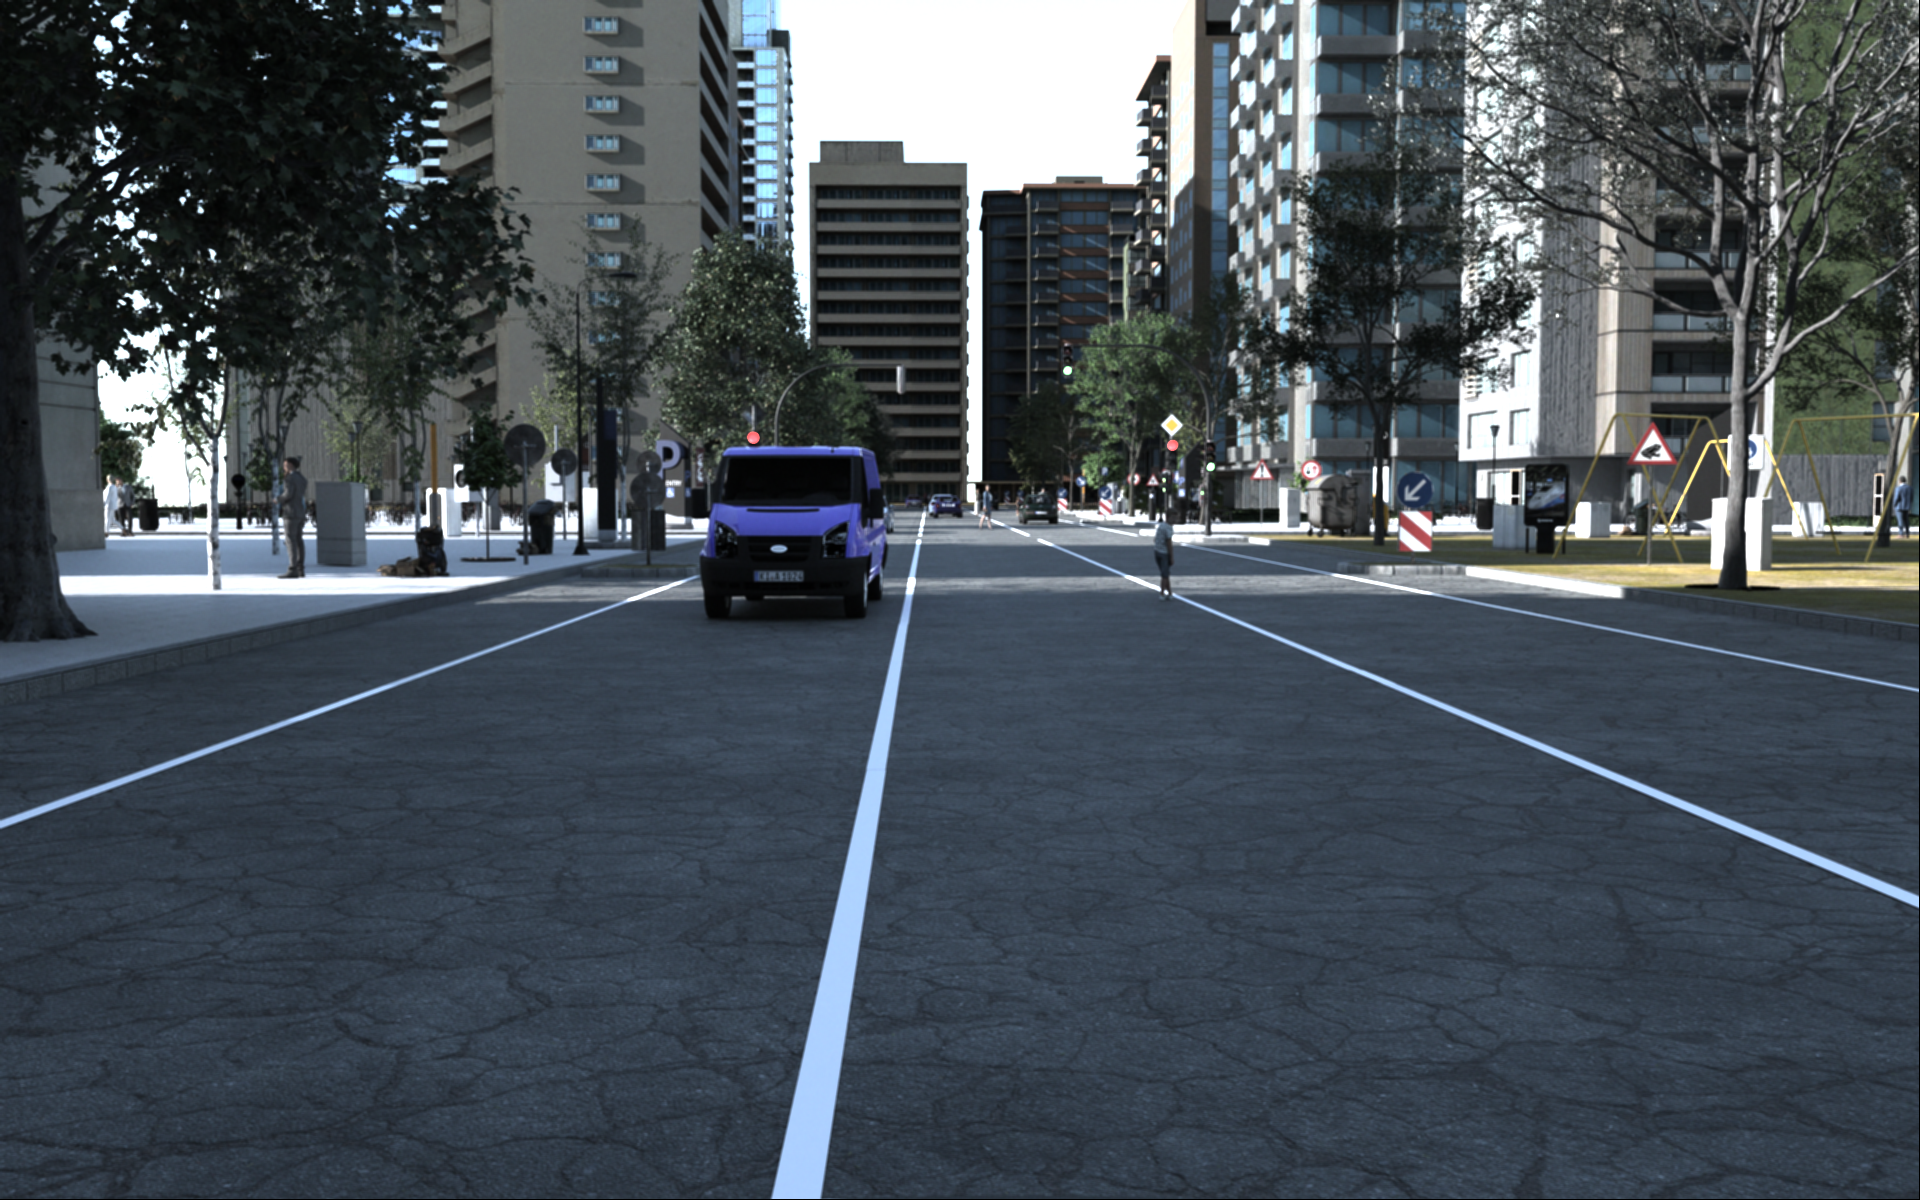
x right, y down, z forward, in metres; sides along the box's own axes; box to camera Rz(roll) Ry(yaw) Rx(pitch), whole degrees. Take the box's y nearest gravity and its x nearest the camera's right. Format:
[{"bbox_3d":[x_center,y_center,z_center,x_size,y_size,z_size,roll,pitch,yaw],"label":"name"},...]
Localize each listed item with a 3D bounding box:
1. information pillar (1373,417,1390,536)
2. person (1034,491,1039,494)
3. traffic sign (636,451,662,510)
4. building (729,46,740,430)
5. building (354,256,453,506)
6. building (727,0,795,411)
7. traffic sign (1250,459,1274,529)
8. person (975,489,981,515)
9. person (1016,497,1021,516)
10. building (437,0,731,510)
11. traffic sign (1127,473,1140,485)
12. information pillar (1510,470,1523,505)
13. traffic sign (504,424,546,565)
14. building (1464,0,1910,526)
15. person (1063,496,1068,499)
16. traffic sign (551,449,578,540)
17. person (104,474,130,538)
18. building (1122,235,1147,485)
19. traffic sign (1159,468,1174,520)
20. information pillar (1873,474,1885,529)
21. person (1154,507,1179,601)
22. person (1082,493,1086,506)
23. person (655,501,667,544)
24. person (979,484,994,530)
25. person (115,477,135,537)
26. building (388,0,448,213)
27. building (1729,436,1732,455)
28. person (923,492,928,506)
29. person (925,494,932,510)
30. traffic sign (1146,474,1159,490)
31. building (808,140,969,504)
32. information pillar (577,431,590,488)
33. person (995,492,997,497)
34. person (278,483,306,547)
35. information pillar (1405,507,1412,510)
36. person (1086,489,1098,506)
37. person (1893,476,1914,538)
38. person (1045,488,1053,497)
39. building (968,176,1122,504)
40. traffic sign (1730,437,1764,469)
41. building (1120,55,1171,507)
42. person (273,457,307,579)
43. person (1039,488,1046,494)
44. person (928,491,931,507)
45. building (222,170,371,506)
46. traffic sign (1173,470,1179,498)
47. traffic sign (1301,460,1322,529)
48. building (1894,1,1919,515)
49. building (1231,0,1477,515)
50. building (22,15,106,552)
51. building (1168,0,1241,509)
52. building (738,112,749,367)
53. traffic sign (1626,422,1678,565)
[{"bbox_3d":[12.825,-3.749,52.657,0.504,3.616,0.183,3,4,37],"label":"information pillar"},{"bbox_3d":[8.795,-11.829,199.459,1.348,1.823,0.705,2,4,24],"label":"person"},{"bbox_3d":[-9.119,-3.100,50.795,0.768,2.556,0.104,0,4,5],"label":"traffic sign"},{"bbox_3d":[-28.529,-31.393,163.379,14.600,45.320,14.200,0,4,-1],"label":"building"},{"bbox_3d":[-57.964,-25.716,192.164,14.107,30.474,14.160,0,4,-1],"label":"building"},{"bbox_3d":[-35.970,-56.665,239.144,31.000,86.520,22.319,0,4,-1],"label":"building"},{"bbox_3d":[11.061,-3.882,63.470,0.884,2.594,0.081,0,4,5],"label":"traffic sign"},{"bbox_3d":[1.179,-6.583,116.686,0.362,1.759,0.519,2,4,33],"label":"person"},{"bbox_3d":[3.929,-6.259,115.509,0.373,1.253,0.362,3,4,37],"label":"person"},{"bbox_3d":[-31.132,-31.906,145.363,21.300,48.544,21.600,0,4,-1],"label":"building"},{"bbox_3d":[10.190,-6.217,101.754,0.768,2.556,0.104,0,4,4],"label":"traffic sign"},{"bbox_3d":[16.953,-2.955,52.803,0.304,2.012,0.304,2,4,28],"label":"information pillar"},{"bbox_3d":[-7.897,-1.917,31.446,0.768,2.556,0.104,0,4,1],"label":"traffic sign"},{"bbox_3d":[31.195,-24.018,76.285,14.086,41.232,14.154,0,4,-1],"label":"building"},{"bbox_3d":[12.740,-12.591,211.926,0.705,1.821,1.348,3,5,44],"label":"person"},{"bbox_3d":[-11.070,-2.956,48.435,0.768,2.556,0.104,0,4,6],"label":"traffic sign"},{"bbox_3d":[-24.258,-2.673,49.629,0.818,1.842,0.514,-2,4,-29],"label":"person"},{"bbox_3d":[25.039,-25.848,194.317,14.160,30.474,14.107,0,4,-1],"label":"building"},{"bbox_3d":[10.028,-5.146,84.240,0.768,2.556,0.104,0,4,-1],"label":"traffic sign"},{"bbox_3d":[34.148,-3.658,64.294,0.304,2.012,0.304,-3,5,-42],"label":"information pillar"},{"bbox_3d":[2.779,-0.624,23.379,0.352,1.250,0.332,1,4,15],"label":"person"},{"bbox_3d":[12.817,-10.536,179.226,0.541,1.710,0.530,2,4,27],"label":"person"},{"bbox_3d":[-7.682,-2.054,44.308,0.352,1.250,0.332,3,5,41],"label":"person"},{"bbox_3d":[1.072,-3.733,69.554,0.581,1.822,0.654,-3,5,-44],"label":"person"},{"bbox_3d":[-25.133,-2.806,52.105,0.592,1.802,0.473,0,4,-6],"label":"person"},{"bbox_3d":[-67.152,-56.642,238.774,31.000,86.520,22.319,0,4,-1],"label":"building"},{"bbox_3d":[64.219,-36.596,187.581,27.495,52.752,28.713,0,4,-1],"label":"building"},{"bbox_3d":[-4.189,-12.099,207.046,1.217,1.743,0.721,2,4,28],"label":"person"},{"bbox_3d":[-2.821,-8.984,158.579,0.799,1.438,0.628,1,4,21],"label":"person"},{"bbox_3d":[12.092,-6.636,108.499,0.884,2.594,0.081,0,4,4],"label":"traffic sign"},{"bbox_3d":[-9.666,-37.714,240.326,21.600,48.544,21.300,0,4,-1],"label":"building"},{"bbox_3d":[-13.684,-4.394,63.198,0.504,3.616,0.183,-2,4,-24],"label":"information pillar"},{"bbox_3d":[3.988,-11.148,191.694,0.530,1.710,0.541,1,4,14],"label":"person"},{"bbox_3d":[-15.759,-2.127,40.680,0.638,1.841,0.748,1,4,14],"label":"person"},{"bbox_3d":[16.391,-3.576,62.955,0.304,2.012,0.304,-1,4,-15],"label":"information pillar"},{"bbox_3d":[13.326,-10.309,174.612,1.348,1.822,0.705,1,4,23],"label":"person"},{"bbox_3d":[27.390,-2.694,50.274,0.721,1.800,0.419,-1,4,-19],"label":"person"},{"bbox_3d":[7.882,-9.260,157.461,1.348,1.823,0.705,1,4,11],"label":"person"},{"bbox_3d":[15.563,-35.859,240.920,28.867,44.769,22.147,0,4,-1],"label":"building"},{"bbox_3d":[13.671,-1.716,30.188,0.606,2.300,0.079,0,4,2],"label":"traffic sign"},{"bbox_3d":[29.014,-31.675,172.503,22.147,44.769,28.867,0,4,-1],"label":"building"},{"bbox_3d":[-10.270,-1.263,26.501,0.447,1.846,0.655,0,3,0],"label":"person"},{"bbox_3d":[5.189,-6.146,109.085,0.635,1.810,0.391,-2,4,-31],"label":"person"},{"bbox_3d":[-3.466,-11.562,197.626,0.705,1.814,1.350,1,4,13],"label":"person"},{"bbox_3d":[-72.249,-31.111,192.264,14.086,41.232,14.154,0,4,-1],"label":"building"},{"bbox_3d":[11.477,-5.552,90.874,0.768,2.556,0.104,0,4,6],"label":"traffic sign"},{"bbox_3d":[13.053,-3.933,64.404,0.768,2.556,0.104,0,4,7],"label":"traffic sign"},{"bbox_3d":[61.350,-28.313,82.529,30.456,49.044,23.786,0,4,-1],"label":"building"},{"bbox_3d":[31.056,-30.561,119.273,23.786,49.044,30.456,0,4,-1],"label":"building"},{"bbox_3d":[-34.103,-12.175,32.345,30.059,22.955,16.112,0,4,-1],"label":"building"},{"bbox_3d":[26.140,-30.632,150.936,14.600,45.320,14.200,0,4,-1],"label":"building"},{"bbox_3d":[-36.411,-32.647,188.405,28.867,44.769,22.147,0,4,-1],"label":"building"},{"bbox_3d":[12.500,-1.917,31.339,0.884,2.594,0.081,0,4,8],"label":"traffic sign"}]
